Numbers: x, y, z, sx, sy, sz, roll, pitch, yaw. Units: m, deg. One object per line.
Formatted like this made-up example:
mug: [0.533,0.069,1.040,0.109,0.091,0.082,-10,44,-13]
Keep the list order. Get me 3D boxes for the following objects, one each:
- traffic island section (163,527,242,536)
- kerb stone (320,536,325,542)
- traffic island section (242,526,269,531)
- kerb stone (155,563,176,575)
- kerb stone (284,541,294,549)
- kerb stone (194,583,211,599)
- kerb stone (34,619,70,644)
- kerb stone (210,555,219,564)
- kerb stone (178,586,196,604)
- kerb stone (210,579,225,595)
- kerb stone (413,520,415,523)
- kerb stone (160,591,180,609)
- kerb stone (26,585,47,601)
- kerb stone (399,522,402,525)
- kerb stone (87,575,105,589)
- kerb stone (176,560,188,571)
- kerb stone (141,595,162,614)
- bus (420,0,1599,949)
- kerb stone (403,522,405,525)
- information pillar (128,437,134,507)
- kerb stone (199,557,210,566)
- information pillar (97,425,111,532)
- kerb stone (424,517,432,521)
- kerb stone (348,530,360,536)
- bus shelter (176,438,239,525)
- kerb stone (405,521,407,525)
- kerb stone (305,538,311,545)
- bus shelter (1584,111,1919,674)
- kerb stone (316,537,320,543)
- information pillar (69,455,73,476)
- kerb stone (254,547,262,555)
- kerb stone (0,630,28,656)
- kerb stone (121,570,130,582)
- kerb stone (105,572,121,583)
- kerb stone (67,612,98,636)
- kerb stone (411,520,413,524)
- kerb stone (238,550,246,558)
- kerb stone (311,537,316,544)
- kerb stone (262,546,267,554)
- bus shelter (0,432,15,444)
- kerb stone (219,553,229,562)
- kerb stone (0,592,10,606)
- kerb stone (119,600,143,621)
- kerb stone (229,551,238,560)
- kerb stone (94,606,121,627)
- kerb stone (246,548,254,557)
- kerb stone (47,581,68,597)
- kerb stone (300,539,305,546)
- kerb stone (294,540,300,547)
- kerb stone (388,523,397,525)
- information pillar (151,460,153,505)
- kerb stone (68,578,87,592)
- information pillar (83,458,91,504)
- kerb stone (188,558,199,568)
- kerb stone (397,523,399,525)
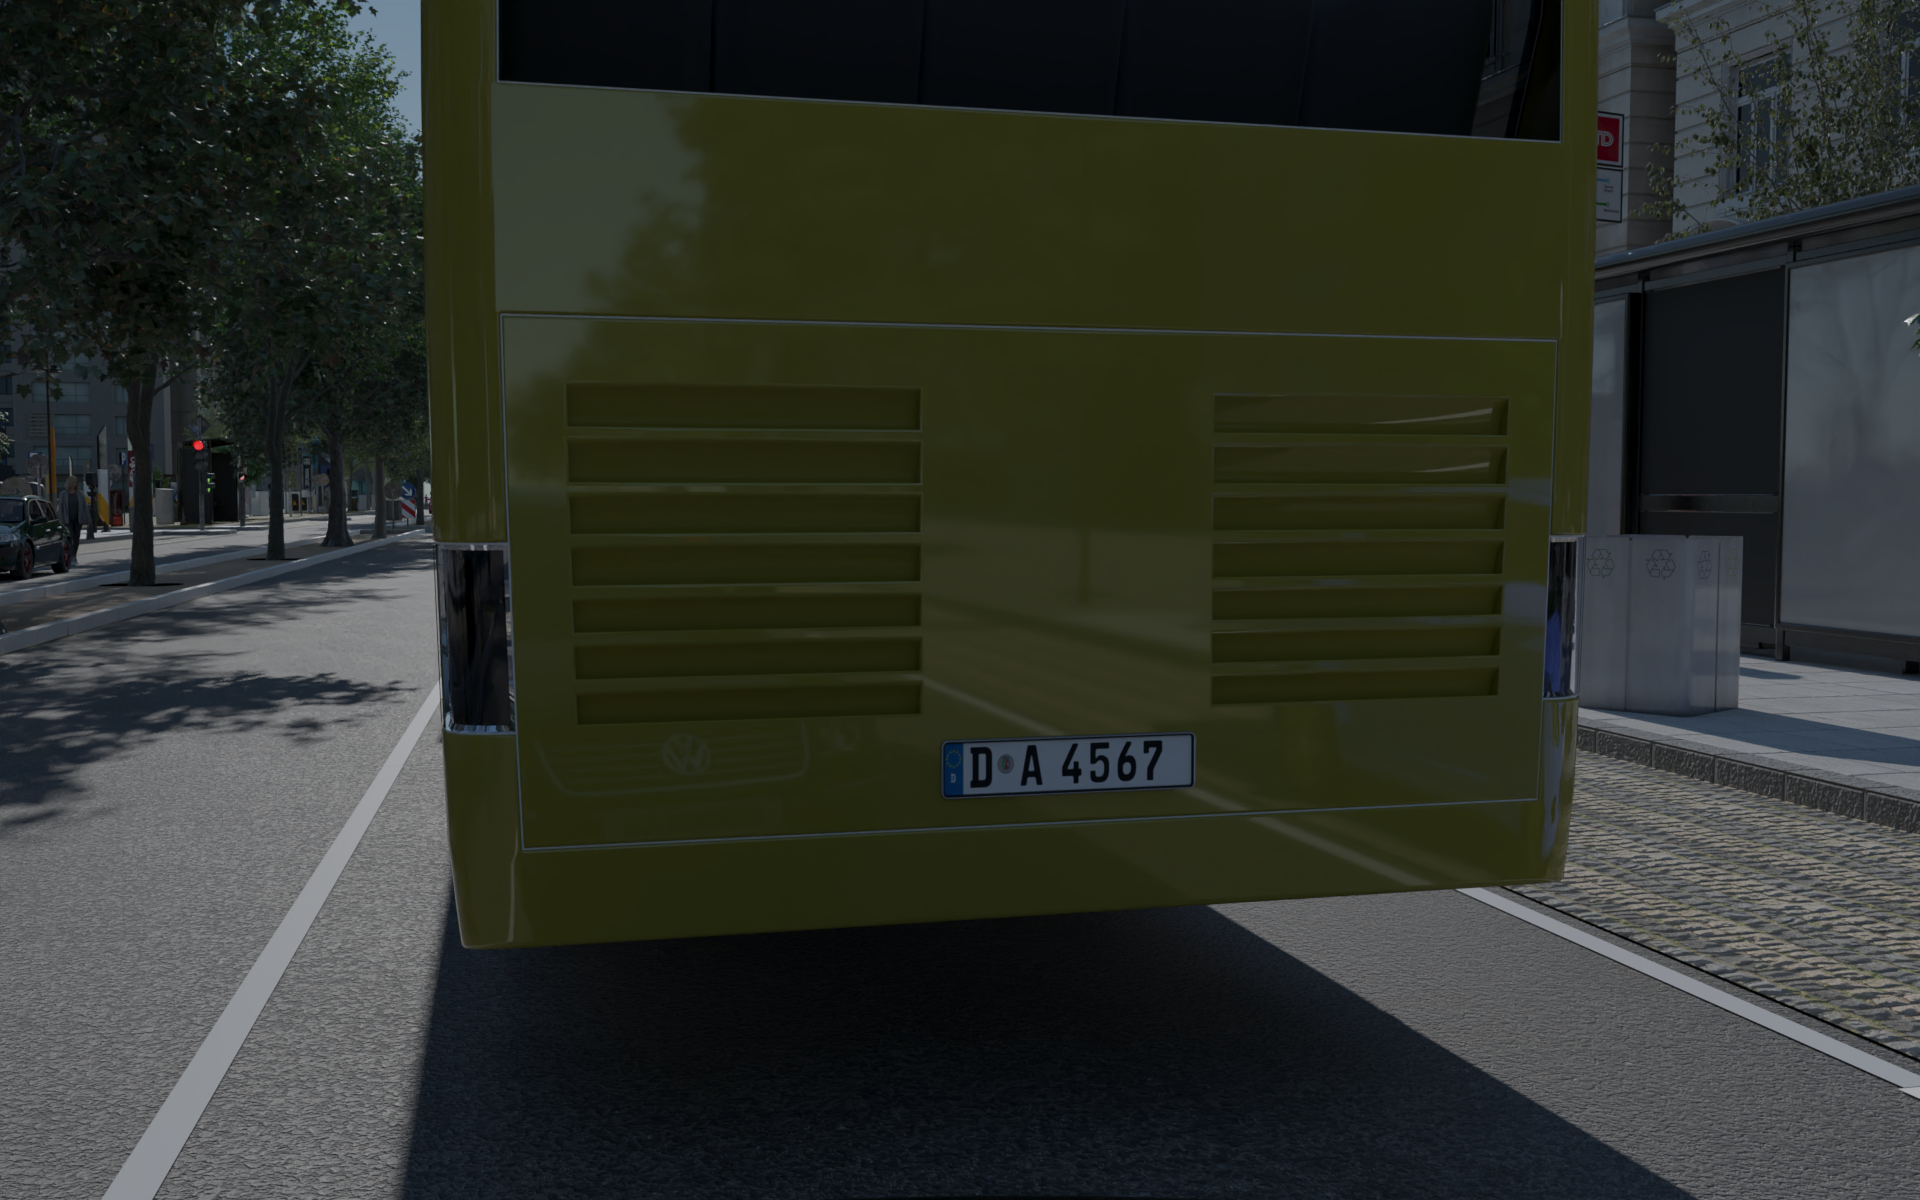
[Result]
traffic island section: [-26.680,-2.365,60.944,2.009,0.180,2.903,-1,4,-13]
kerb stone: [-19.040,-1.784,51.377,0.120,0.150,1.000,-1,4,-13]
traffic island section: [-28.476,-2.841,68.725,2.009,0.180,2.903,-1,4,-13]
kerb stone: [-14.438,-0.562,31.411,0.120,0.150,1.000,-1,4,-13]
kerb stone: [-17.661,-1.419,45.397,0.120,0.150,1.000,-1,4,-13]
kerb stone: [-10.556,-0.107,23.942,0.120,0.150,1.000,-1,4,-13]
kerb stone: [-8.945,0.321,16.950,0.120,0.150,1.000,-1,4,-13]
kerb stone: [-15.359,-0.798,35.400,0.120,0.150,1.000,-1,4,-13]
kerb stone: [-10.324,-0.046,22.947,0.120,0.150,1.000,-1,4,-13]
kerb stone: [-10.779,-0.168,24.940,0.120,0.150,1.000,-1,4,-13]
kerb stone: [-26.320,-3.713,82.903,0.120,0.150,1.000,-1,4,-13]
kerb stone: [-10.092,0.015,21.952,0.120,0.150,1.000,-1,4,-13]
kerb stone: [-12.593,-0.072,23.423,0.120,0.150,1.000,-1,4,-13]
kerb stone: [-24.702,-3.278,75.922,0.120,0.150,1.000,-1,4,-13]
kerb stone: [-13.278,-0.251,26.412,0.120,0.150,1.000,-1,4,-13]
kerb stone: [-14.663,-0.616,32.408,0.120,0.150,1.000,-1,4,-13]
kerb stone: [-9.857,0.077,20.941,0.120,0.150,1.000,-1,4,-13]
bus: [-1.294,-1.093,9.423,2.896,3.916,12.252,-1,4,-14]
kerb stone: [-25.167,-3.408,77.913,0.120,0.150,1.000,-1,4,-13]
information pillar: [-33.820,-4.855,70.729,0.183,3.616,0.504,-3,5,-44]
kerb stone: [-15.122,-0.747,34.404,0.120,0.150,1.000,-1,4,-13]
information pillar: [-28.782,-4.086,58.164,0.183,3.616,0.504,0,4,2]
kerb stone: [-28.862,-4.387,93.916,0.120,0.150,1.000,-1,4,-13]
kerb stone: [-21.119,-2.334,60.360,0.120,0.150,1.000,-1,4,-13]
bus shelter: [-32.308,-5.113,74.878,1.731,3.624,6.357,-1,4,-13]
kerb stone: [-25.403,-3.469,78.910,0.120,0.150,1.000,-1,4,-13]
kerb stone: [-18.351,-1.602,48.385,0.120,0.150,1.000,-1,4,-13]
bus shelter: [6.543,-2.323,15.620,2.179,5.291,8.768,-1,4,-13]
kerb stone: [-18.816,-1.719,50.379,0.120,0.150,1.000,-1,4,-13]
information pillar: [-53.062,-6.857,103.469,0.183,3.616,0.504,-3,4,-37]
kerb stone: [-16.500,-1.114,40.414,0.120,0.150,1.000,-1,4,-13]
kerb stone: [-8.709,0.382,15.949,0.120,0.150,1.000,-1,4,-13]
kerb stone: [-13.743,-0.380,28.413,0.120,0.150,1.000,-1,4,-13]
kerb stone: [-13.515,-0.319,27.414,0.120,0.150,1.000,-1,4,-13]
kerb stone: [-9.164,0.259,17.953,0.120,0.150,1.000,-1,4,-13]
kerb stone: [-26.089,-3.652,81.906,0.120,0.150,1.000,-1,4,-13]
kerb stone: [-16.049,-0.988,38.410,0.120,0.150,1.000,-1,4,-13]
kerb stone: [-18.578,-1.660,49.382,0.120,0.150,1.000,-1,4,-13]
kerb stone: [-16.739,-1.175,41.410,0.120,0.150,1.000,-1,4,-13]
bus shelter: [-28.334,-3.334,48.427,2.014,3.302,5.546,-1,4,-13]
kerb stone: [-15.584,-0.865,36.396,0.120,0.150,1.000,-1,4,-13]
kerb stone: [-12.345,-0.014,22.431,0.120,0.150,1.000,-1,4,-13]
kerb stone: [-9.626,0.138,19.944,0.120,0.150,1.000,-1,4,-13]
kerb stone: [-15.810,-0.930,37.403,0.120,0.150,1.000,-1,4,-13]
kerb stone: [-9.401,0.199,18.947,0.120,0.150,1.000,-1,4,-13]
kerb stone: [-16.277,-1.051,39.409,0.120,0.150,1.000,-1,4,-13]
kerb stone: [-12.816,-0.132,24.420,0.120,0.150,1.000,-1,4,-13]
kerb stone: [-18.121,-1.541,47.389,0.120,0.150,1.000,-1,4,-13]
kerb stone: [-17.886,-1.480,46.394,0.120,0.150,1.000,-1,4,-13]
kerb stone: [-24.246,-3.164,73.921,0.120,0.150,1.000,-1,4,-13]
information pillar: [-32.408,-4.756,69.121,0.183,3.616,0.504,0,4,6]
kerb stone: [-13.044,-0.197,25.416,0.120,0.150,1.000,-1,4,-13]
information pillar: [-56.145,-7.348,111.491,0.504,3.616,0.183,0,4,0]
kerb stone: [-14.887,-0.681,33.405,0.120,0.150,1.000,-1,4,-13]
kerb stone: [-24.471,-3.225,74.926,0.120,0.150,1.000,-1,4,-13]
